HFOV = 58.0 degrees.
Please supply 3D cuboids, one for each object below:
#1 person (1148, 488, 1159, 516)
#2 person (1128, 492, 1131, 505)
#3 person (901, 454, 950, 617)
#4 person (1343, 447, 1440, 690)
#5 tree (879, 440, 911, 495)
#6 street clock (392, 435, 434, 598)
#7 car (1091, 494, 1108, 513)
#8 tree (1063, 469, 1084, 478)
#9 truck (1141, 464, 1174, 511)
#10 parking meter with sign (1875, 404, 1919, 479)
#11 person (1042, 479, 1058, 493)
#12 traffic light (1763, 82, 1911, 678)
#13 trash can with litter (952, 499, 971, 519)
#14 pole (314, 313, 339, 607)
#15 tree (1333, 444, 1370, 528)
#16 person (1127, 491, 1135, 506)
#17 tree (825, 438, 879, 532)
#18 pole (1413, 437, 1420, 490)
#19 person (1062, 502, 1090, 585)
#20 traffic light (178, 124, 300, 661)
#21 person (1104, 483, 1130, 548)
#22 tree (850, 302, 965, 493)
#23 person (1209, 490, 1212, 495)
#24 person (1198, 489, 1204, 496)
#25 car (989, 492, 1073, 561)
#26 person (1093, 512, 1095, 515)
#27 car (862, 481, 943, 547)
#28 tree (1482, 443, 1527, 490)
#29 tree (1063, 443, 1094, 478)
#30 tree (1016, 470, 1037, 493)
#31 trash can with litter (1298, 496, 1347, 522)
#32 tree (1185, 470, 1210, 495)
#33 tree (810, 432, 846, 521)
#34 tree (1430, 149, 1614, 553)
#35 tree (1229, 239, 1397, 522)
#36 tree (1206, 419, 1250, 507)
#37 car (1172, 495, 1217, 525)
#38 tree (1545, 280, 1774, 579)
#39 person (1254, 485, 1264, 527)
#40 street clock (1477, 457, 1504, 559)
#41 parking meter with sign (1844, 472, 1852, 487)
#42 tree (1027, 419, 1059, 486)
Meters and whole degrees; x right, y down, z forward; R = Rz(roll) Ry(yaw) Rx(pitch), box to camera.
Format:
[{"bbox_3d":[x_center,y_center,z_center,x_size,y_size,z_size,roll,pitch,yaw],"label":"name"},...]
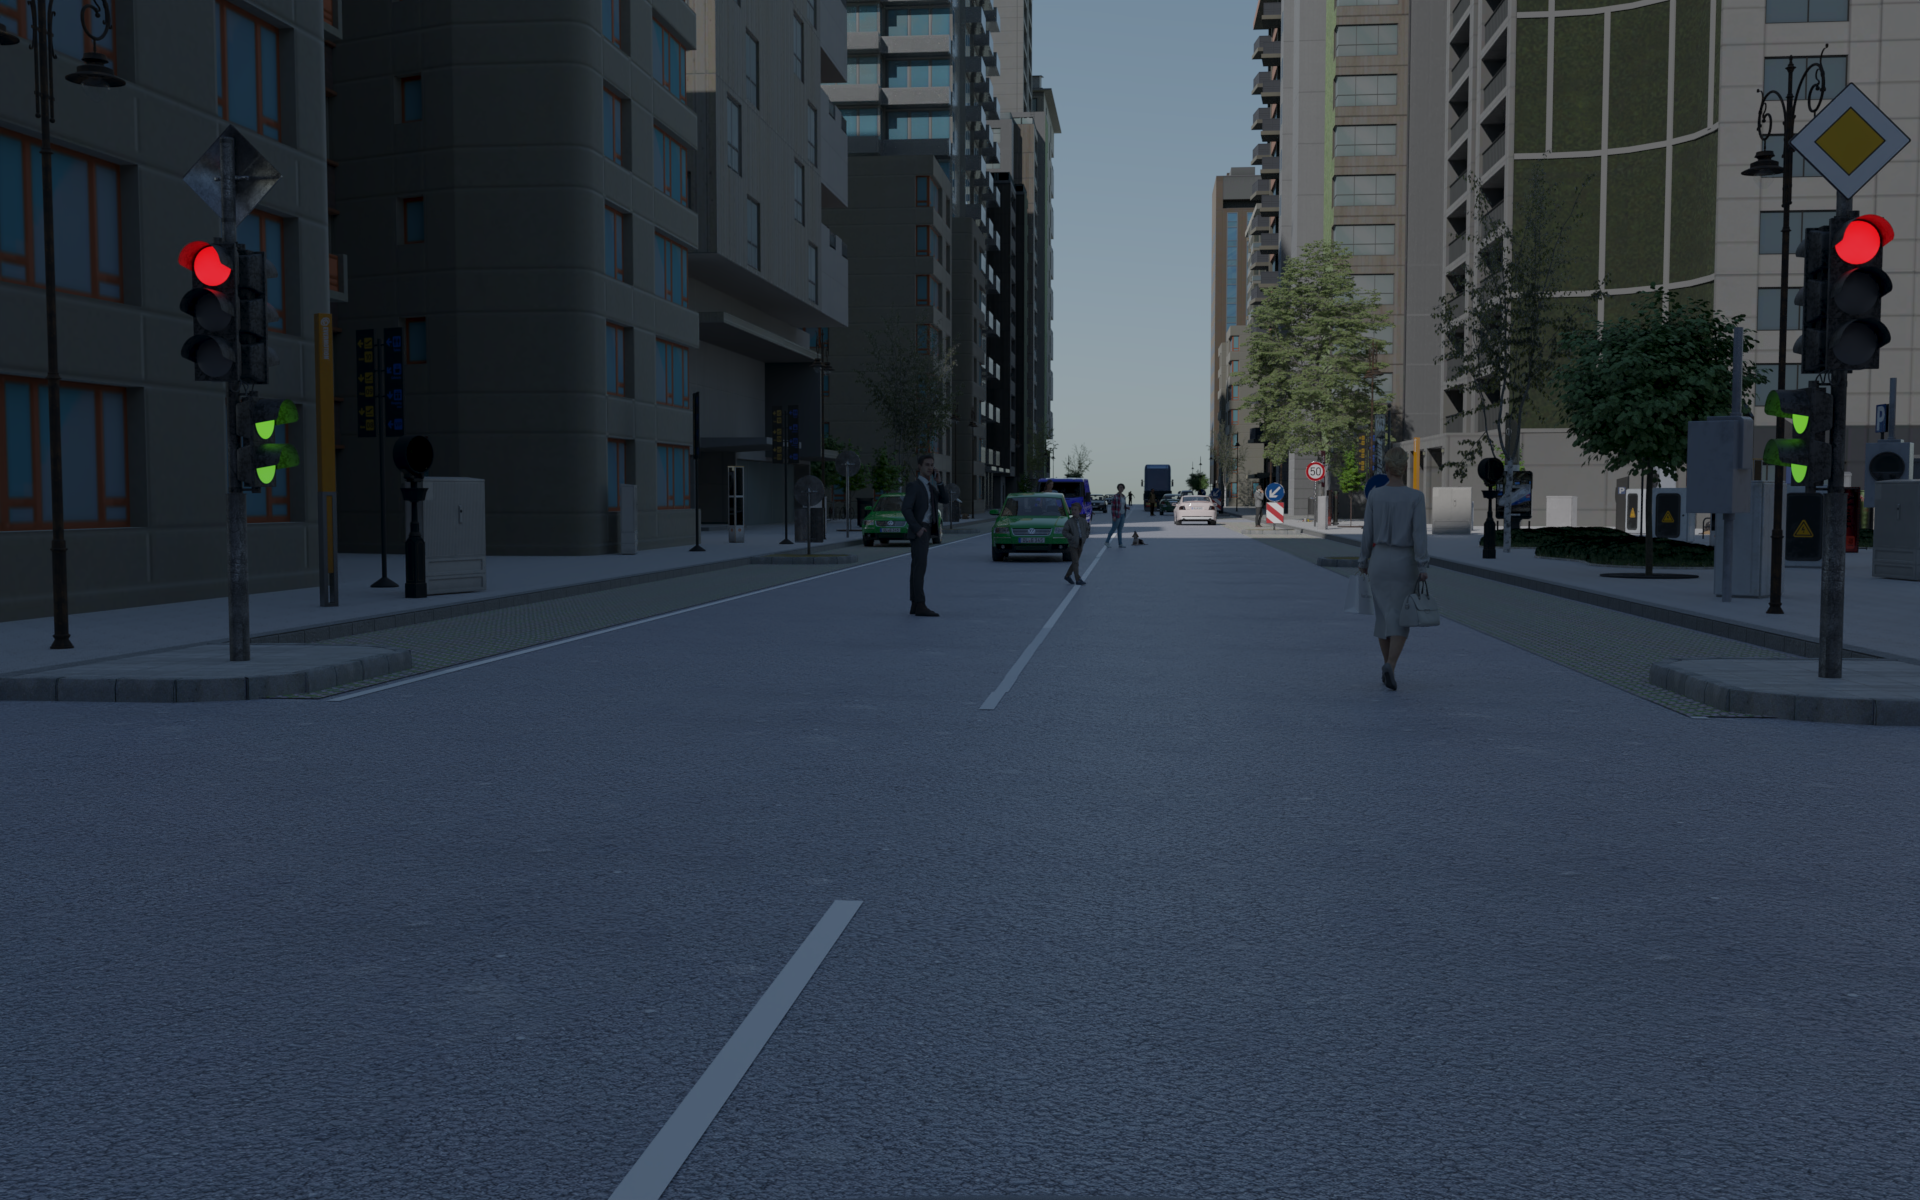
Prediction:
[{"bbox_3d":[12.765,-6.486,114.646,0.705,1.812,1.348,3,4,37],"label":"person"},{"bbox_3d":[23.033,-13.802,234.878,0.721,1.735,1.217,0,4,-6],"label":"person"},{"bbox_3d":[-0.395,-0.775,20.526,0.474,1.900,0.648,1,4,15],"label":"person"},{"bbox_3d":[3.168,-0.242,12.806,0.694,1.780,0.624,3,5,44],"label":"person"},{"bbox_3d":[-2.725,-4.134,62.196,1.663,3.219,1.824,0,3,0],"label":"tree"},{"bbox_3d":[-6.719,-1.025,21.333,0.358,2.002,0.471,2,4,27],"label":"street clock"},{"bbox_3d":[10.296,-7.450,131.591,2.009,1.686,4.222,0,4,7],"label":"car"},{"bbox_3d":[14.870,-14.881,227.010,4.285,4.588,4.351,0,3,0],"label":"tree"},{"bbox_3d":[17.257,-9.841,150.666,2.967,4.110,18.799,0,4,6],"label":"truck"},{"bbox_3d":[18.698,-2.277,33.495,1.738,3.016,0.543,1,4,9],"label":"parking meter with sign"},{"bbox_3d":[2.277,-2.213,44.769,0.616,1.811,0.778,-1,4,-10],"label":"person"},{"bbox_3d":[6.069,-1.412,12.006,0.839,4.253,0.868,0,4,6],"label":"traffic light"},{"bbox_3d":[0.038,-4.705,88.309,1.055,1.170,0.624,1,4,22],"label":"trash can with litter"},{"bbox_3d":[-7.198,-1.579,19.665,0.158,3.312,0.155,0,3,0],"label":"pole"},{"bbox_3d":[14.995,-4.392,66.404,1.663,3.219,1.824,0,3,0],"label":"tree"},{"bbox_3d":[20.648,-12.300,209.745,1.348,1.807,0.705,3,5,40],"label":"person"},{"bbox_3d":[-3.891,-3.977,59.619,1.663,3.219,1.824,0,3,0],"label":"tree"},{"bbox_3d":[16.458,-4.198,62.477,0.158,3.312,0.155,0,3,0],"label":"pole"},{"bbox_3d":[1.845,-0.892,27.362,0.475,1.303,0.640,-2,4,-34],"label":"person"},{"bbox_3d":[-5.529,-1.486,13.217,0.839,4.253,0.868,0,4,6],"label":"traffic light"},{"bbox_3d":[4.220,-2.262,46.328,0.643,1.720,0.563,3,5,44],"label":"person"},{"bbox_3d":[-2.114,-7.151,67.287,4.360,8.622,3.978,0,3,0],"label":"tree"},{"bbox_3d":[18.333,-7.145,126.266,0.436,1.711,0.756,0,4,1],"label":"person"},{"bbox_3d":[18.338,-7.584,132.515,1.348,1.822,0.705,-3,4,-38],"label":"person"},{"bbox_3d":[1.661,-1.803,38.277,1.959,1.807,4.718,0,4,4],"label":"car"},{"bbox_3d":[6.075,-4.336,84.891,1.012,1.151,0.738,1,4,16],"label":"person"},{"bbox_3d":[-1.577,-2.417,48.314,1.959,1.807,4.718,0,4,7],"label":"car"},{"bbox_3d":[17.940,-3.767,56.196,1.663,3.219,1.824,0,3,0],"label":"tree"},{"bbox_3d":[16.862,-18.114,246.520,4.360,8.622,3.978,0,3,0],"label":"tree"},{"bbox_3d":[5.196,-8.673,136.409,1.663,3.219,1.824,0,3,0],"label":"tree"},{"bbox_3d":[16.644,-4.189,79.547,2.233,1.210,1.678,1,4,9],"label":"trash can with litter"},{"bbox_3d":[31.099,-14.844,226.407,4.285,4.588,4.351,0,3,0],"label":"tree"},{"bbox_3d":[-6.790,-6.021,82.155,4.285,4.588,4.351,0,3,0],"label":"tree"},{"bbox_3d":[12.119,-5.361,38.020,4.360,8.622,3.978,0,3,0],"label":"tree"},{"bbox_3d":[15.881,-9.776,77.969,7.486,12.596,7.792,0,3,0],"label":"tree"},{"bbox_3d":[26.375,-13.461,170.450,4.360,8.622,3.978,0,3,0],"label":"tree"},{"bbox_3d":[10.946,-4.178,80.676,2.083,1.381,4.827,0,4,5],"label":"car"},{"bbox_3d":[10.750,-2.629,26.705,4.285,4.588,4.351,0,3,0],"label":"tree"},{"bbox_3d":[12.925,-4.044,74.798,0.473,1.802,0.592,1,4,23],"label":"person"},{"bbox_3d":[10.514,-1.821,34.352,0.471,2.002,0.358,-1,4,-17],"label":"street clock"},{"bbox_3d":[30.147,-3.858,59.344,1.738,3.016,0.543,1,4,20],"label":"parking meter with sign"},{"bbox_3d":[7.361,-13.128,165.012,4.737,8.622,4.395,0,3,0],"label":"tree"}]
